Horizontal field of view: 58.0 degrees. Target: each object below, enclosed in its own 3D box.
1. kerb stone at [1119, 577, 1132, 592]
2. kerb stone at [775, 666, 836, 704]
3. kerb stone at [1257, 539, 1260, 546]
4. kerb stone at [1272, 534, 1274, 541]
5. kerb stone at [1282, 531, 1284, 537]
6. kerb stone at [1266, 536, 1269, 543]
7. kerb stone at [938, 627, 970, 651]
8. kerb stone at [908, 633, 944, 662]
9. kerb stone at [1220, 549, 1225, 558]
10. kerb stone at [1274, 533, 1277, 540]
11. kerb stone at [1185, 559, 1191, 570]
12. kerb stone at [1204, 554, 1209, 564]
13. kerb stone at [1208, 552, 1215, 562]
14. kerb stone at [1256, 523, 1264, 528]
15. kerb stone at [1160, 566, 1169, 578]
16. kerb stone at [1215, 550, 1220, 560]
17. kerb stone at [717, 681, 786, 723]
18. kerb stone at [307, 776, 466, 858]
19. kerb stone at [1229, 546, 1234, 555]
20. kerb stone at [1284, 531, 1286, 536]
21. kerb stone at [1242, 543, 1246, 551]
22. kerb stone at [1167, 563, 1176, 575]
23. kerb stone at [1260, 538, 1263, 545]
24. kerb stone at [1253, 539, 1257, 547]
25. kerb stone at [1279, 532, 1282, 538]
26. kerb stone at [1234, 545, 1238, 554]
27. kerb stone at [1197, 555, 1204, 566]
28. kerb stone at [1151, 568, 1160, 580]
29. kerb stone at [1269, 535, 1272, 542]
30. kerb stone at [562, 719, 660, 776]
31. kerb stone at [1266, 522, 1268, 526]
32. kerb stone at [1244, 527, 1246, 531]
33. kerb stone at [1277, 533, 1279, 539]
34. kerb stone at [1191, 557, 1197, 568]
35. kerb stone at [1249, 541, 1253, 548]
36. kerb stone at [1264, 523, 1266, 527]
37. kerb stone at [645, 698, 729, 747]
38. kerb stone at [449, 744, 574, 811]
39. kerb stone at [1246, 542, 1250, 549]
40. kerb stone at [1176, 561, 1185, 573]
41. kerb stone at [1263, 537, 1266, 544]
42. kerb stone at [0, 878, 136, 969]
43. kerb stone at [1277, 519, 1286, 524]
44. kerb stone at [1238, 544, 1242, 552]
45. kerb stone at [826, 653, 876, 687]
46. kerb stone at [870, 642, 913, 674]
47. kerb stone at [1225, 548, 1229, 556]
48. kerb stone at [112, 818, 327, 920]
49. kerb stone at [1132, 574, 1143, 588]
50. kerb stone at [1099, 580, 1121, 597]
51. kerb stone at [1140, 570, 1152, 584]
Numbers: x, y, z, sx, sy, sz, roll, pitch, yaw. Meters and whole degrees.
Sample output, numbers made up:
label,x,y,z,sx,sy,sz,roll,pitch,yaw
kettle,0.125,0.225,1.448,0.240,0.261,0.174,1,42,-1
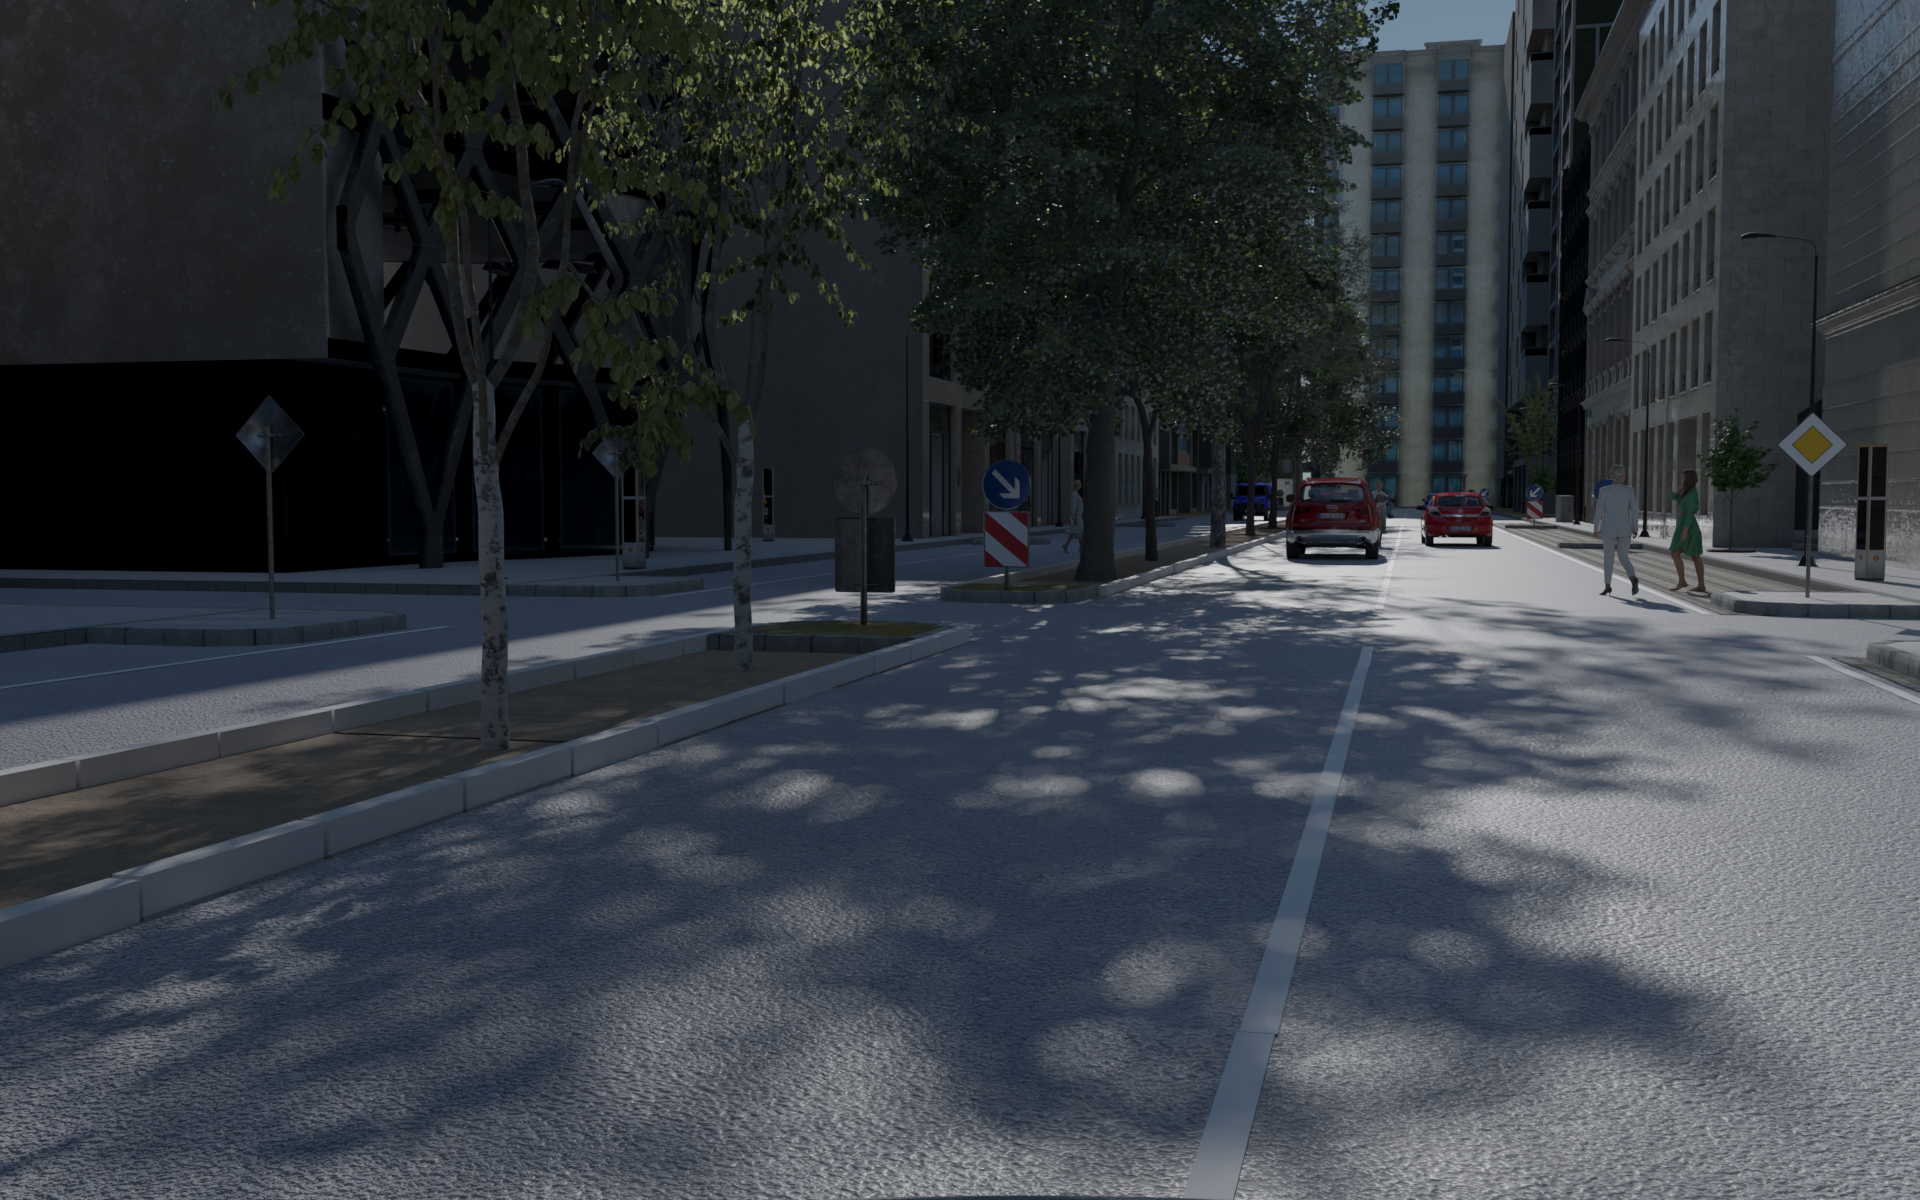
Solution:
label,x,y,z,sx,sy,sz,roll,pitch,yaw
kerb stone,2.377,-0.214,25.702,0.120,0.150,1.000,1,4,15
kerb stone,-1.118,0.607,12.275,0.120,0.150,1.000,1,4,15
kerb stone,8.059,-1.544,47.519,0.120,0.150,1.000,1,4,15
kerb stone,9.353,-1.846,52.475,0.120,0.150,1.000,1,4,15
kerb stone,10.387,-2.095,56.455,0.120,0.150,1.000,1,4,15
kerb stone,8.840,-1.729,50.495,0.120,0.150,1.000,1,4,15
kerb stone,-0.092,0.365,16.235,0.120,0.150,1.000,1,4,15
kerb stone,-0.348,0.427,15.246,0.120,0.150,1.000,1,4,15
kerb stone,5.736,-1.003,38.596,0.120,0.150,1.000,1,4,15
kerb stone,9.611,-1.913,53.472,0.120,0.150,1.000,1,4,15
kerb stone,4.183,-0.639,32.645,0.120,0.150,1.000,1,4,15
kerb stone,4.957,-0.818,35.623,0.120,0.150,1.000,1,4,15
kerb stone,5.218,-0.882,36.611,0.120,0.150,1.000,1,4,15
kerb stone,12.751,-3.160,73.889,0.120,0.150,1.000,1,4,15
kerb stone,3.408,-0.455,29.672,0.120,0.150,1.000,1,4,15
kerb stone,5.480,-0.943,37.606,0.120,0.150,1.000,1,4,15
kerb stone,-1.386,0.671,11.288,0.120,0.150,1.000,1,4,15
kerb stone,-2.418,0.912,7.316,0.120,0.150,1.000,1,4,15
kerb stone,6.256,-1.123,40.574,0.120,0.150,1.000,1,4,15
kerb stone,10.645,-2.151,57.447,0.120,0.150,1.000,1,4,15
kerb stone,7.031,-1.306,43.542,0.120,0.150,1.000,1,4,15
kerb stone,3.662,-0.518,30.668,0.120,0.150,1.000,1,4,15
kerb stone,8.316,-1.609,48.508,0.120,0.150,1.000,1,4,15
kerb stone,7.802,-1.488,46.526,0.120,0.150,1.000,1,4,15
kerb stone,10.126,-2.033,55.463,0.120,0.150,1.000,1,4,15
kerb stone,6.512,-1.184,41.564,0.120,0.150,1.000,1,4,15
kerb stone,4.700,-0.761,34.633,0.120,0.150,1.000,1,4,15
kerb stone,3.143,-0.397,28.685,0.120,0.150,1.000,1,4,15
kerb stone,9.093,-1.790,51.486,0.120,0.150,1.000,1,4,15
kerb stone,-1.894,0.792,9.305,0.120,0.150,1.000,1,4,15
kerb stone,13.279,-3.282,75.870,0.120,0.150,1.000,1,4,15
kerb stone,10.686,-2.675,65.937,0.120,0.150,1.000,1,4,15
kerb stone,9.868,-1.973,54.462,0.120,0.150,1.000,1,4,15
kerb stone,4.442,-0.696,33.634,0.120,0.150,1.000,1,4,15
kerb stone,7.537,-1.426,45.533,0.120,0.150,1.000,1,4,15
kerb stone,13.021,-3.222,74.875,0.120,0.150,1.000,1,4,15
kerb stone,-1.635,0.728,10.293,0.120,0.150,1.000,1,4,15
kerb stone,-2.157,0.849,8.314,0.120,0.150,1.000,1,4,15
kerb stone,7.283,-1.362,44.533,0.120,0.150,1.000,1,4,15
kerb stone,3.936,-0.576,31.653,0.120,0.150,1.000,1,4,15
kerb stone,8.581,-1.666,49.506,0.120,0.150,1.000,1,4,15
kerb stone,-2.928,1.039,5.325,0.120,0.150,1.000,1,4,15
kerb stone,16.122,-3.951,86.790,0.120,0.150,1.000,1,4,15
kerb stone,6.767,-1.245,42.554,0.120,0.150,1.000,1,4,15
kerb stone,-0.868,0.548,13.267,0.120,0.150,1.000,1,4,15
kerb stone,-0.607,0.486,14.255,0.120,0.150,1.000,1,4,15
kerb stone,5.990,-1.064,39.586,0.120,0.150,1.000,1,4,15
kerb stone,-2.677,0.971,6.316,0.120,0.150,1.000,1,4,15
kerb stone,2.640,-0.266,26.698,0.120,0.150,1.000,1,4,15
kerb stone,2.118,-0.150,24.705,0.120,0.150,1.000,1,4,15
kerb stone,2.900,-0.336,27.687,0.120,0.150,1.000,1,4,15
